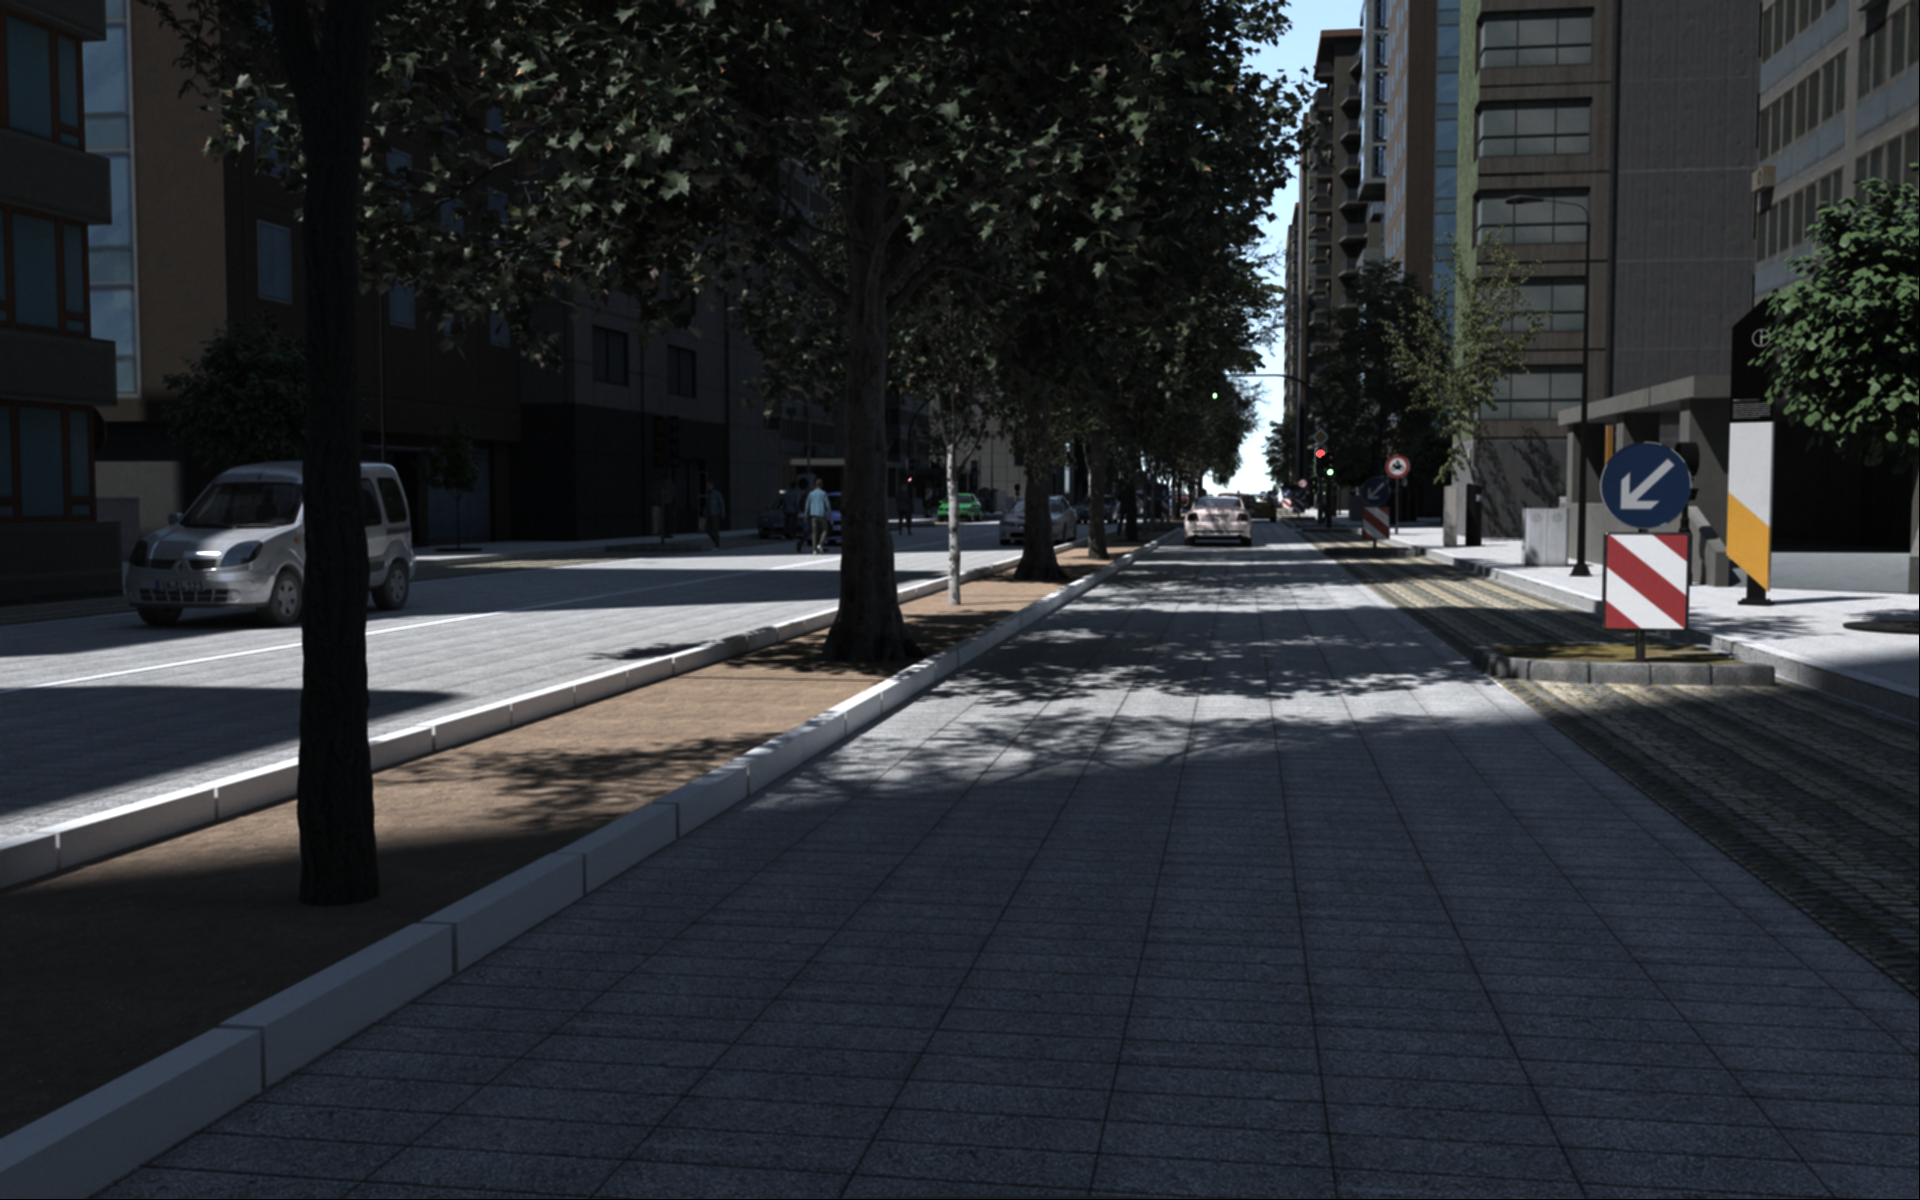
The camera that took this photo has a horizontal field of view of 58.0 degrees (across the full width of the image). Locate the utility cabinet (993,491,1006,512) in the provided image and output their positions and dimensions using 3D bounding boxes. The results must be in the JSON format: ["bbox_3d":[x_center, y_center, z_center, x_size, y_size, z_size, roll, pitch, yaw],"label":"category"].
[{"bbox_3d":[2.793,-6.971,122.657,0.318,1.500,1.173,3,4,37],"label":"utility cabinet"}]

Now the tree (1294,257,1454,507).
[{"bbox_3d":[20.524,-10.097,83.219,7.486,12.596,7.792,0,3,0],"label":"tree"}]

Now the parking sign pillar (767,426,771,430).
[{"bbox_3d":[-7.841,-4.892,68.451,1.447,3.967,1.447,1,4,12],"label":"parking sign pillar"}]

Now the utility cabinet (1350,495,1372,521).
[{"bbox_3d":[19.214,-4.391,82.948,1.020,1.237,0.306,0,4,2],"label":"utility cabinet"}]

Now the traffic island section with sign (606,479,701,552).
[{"bbox_3d":[-7.601,-2.131,43.467,1.989,1.847,2.006,1,4,9],"label":"traffic island section with sign"}]

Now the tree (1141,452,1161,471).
[{"bbox_3d":[32.978,-23.363,307.734,9.928,11.665,9.643,0,3,0],"label":"tree"}]

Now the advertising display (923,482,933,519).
[{"bbox_3d":[-1.690,-5.259,91.205,0.123,1.923,0.974,2,4,27],"label":"advertising display"}]

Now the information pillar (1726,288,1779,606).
[{"bbox_3d":[9.140,-1.750,19.965,0.504,3.616,0.183,3,5,43],"label":"information pillar"}]

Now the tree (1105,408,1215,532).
[{"bbox_3d":[7.230,-6.880,65.307,4.737,8.622,4.395,0,3,0],"label":"tree"}]

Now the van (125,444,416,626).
[{"bbox_3d":[-7.929,-0.805,20.169,2.013,2.044,4.112,0,4,8],"label":"van"}]

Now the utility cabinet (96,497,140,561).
[{"bbox_3d":[-16.166,-1.335,32.986,0.306,1.237,1.020,2,4,28],"label":"utility cabinet"}]

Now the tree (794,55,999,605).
[{"bbox_3d":[-0.095,-4.217,21.772,4.360,8.622,3.978,0,3,0],"label":"tree"}]

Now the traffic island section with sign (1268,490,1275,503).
[{"bbox_3d":[23.002,-6.976,122.681,1.989,1.847,2.006,1,4,9],"label":"traffic island section with sign"}]

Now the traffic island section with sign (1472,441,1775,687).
[{"bbox_3d":[5.204,-0.322,13.891,1.989,1.847,2.006,1,4,9],"label":"traffic island section with sign"}]

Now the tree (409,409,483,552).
[{"bbox_3d":[-11.273,-2.721,39.088,1.663,3.219,1.824,0,3,0],"label":"tree"}]

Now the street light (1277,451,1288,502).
[{"bbox_3d":[34.898,-12.978,184.732,1.470,5.913,1.316,1,4,9],"label":"street light"}]

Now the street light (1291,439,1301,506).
[{"bbox_3d":[28.772,-10.659,146.819,1.470,5.913,1.316,1,4,9],"label":"street light"}]

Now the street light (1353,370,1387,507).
[{"bbox_3d":[15.440,-5.661,65.103,1.470,5.913,1.316,1,4,9],"label":"street light"}]

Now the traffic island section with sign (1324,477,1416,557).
[{"bbox_3d":[9.550,-1.949,40.495,1.989,1.847,2.006,1,4,9],"label":"traffic island section with sign"}]

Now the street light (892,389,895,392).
[{"bbox_3d":[-3.564,-6.372,76.724,1.470,5.913,1.316,1,4,9],"label":"street light"}]

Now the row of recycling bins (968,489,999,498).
[{"bbox_3d":[1.623,-7.909,136.424,3.534,1.692,1.069,-3,4,-36],"label":"row of recycling bins"}]

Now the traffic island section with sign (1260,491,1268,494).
[{"bbox_3d":[31.109,-10.006,172.225,1.989,1.847,2.006,1,4,9],"label":"traffic island section with sign"}]

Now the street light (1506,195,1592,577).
[{"bbox_3d":[9.188,-3.333,27.037,1.470,5.913,1.316,1,4,9],"label":"street light"}]

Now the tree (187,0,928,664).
[{"bbox_3d":[-0.820,-5.819,14.600,9.611,12.733,9.660,0,3,0],"label":"tree"}]

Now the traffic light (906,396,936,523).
[{"bbox_3d":[-0.128,-6.188,75.840,4.771,5.953,1.251,1,4,9],"label":"traffic light"}]

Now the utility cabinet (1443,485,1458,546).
[{"bbox_3d":[12.039,-2.073,42.567,0.318,1.500,1.173,1,4,14],"label":"utility cabinet"}]

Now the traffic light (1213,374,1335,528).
[{"bbox_3d":[11.858,-5.564,65.633,4.771,5.953,1.251,1,4,9],"label":"traffic light"}]

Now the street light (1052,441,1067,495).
[{"bbox_3d":[8.659,-10.969,151.876,1.470,5.913,1.316,1,4,9],"label":"street light"}]

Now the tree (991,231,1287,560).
[{"bbox_3d":[3.045,-7.123,37.053,7.486,12.596,7.792,0,3,0],"label":"tree"}]

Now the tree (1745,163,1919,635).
[{"bbox_3d":[9.133,-1.984,16.156,4.285,4.588,4.351,0,3,0],"label":"tree"}]

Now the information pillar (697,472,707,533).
[{"bbox_3d":[-8.424,-3.187,56.597,0.304,2.012,0.304,-1,4,-15],"label":"information pillar"}]

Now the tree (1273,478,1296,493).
[{"bbox_3d":[41.067,-13.716,218.853,1.663,3.219,1.824,0,3,0],"label":"tree"}]

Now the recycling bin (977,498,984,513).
[{"bbox_3d":[1.146,-6.476,118.434,0.722,1.027,0.722,-3,5,-44],"label":"recycling bin"}]

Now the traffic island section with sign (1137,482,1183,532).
[{"bbox_3d":[7.450,-3.591,66.851,2.006,1.907,1.989,1,4,9],"label":"traffic island section with sign"}]

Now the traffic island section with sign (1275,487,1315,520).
[{"bbox_3d":[18.540,-5.309,95.428,1.989,1.847,2.006,1,4,9],"label":"traffic island section with sign"}]

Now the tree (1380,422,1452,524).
[{"bbox_3d":[20.738,-5.536,74.219,4.285,4.588,4.351,0,3,0],"label":"tree"}]

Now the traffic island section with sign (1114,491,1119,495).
[{"bbox_3d":[18.266,-11.805,201.640,1.989,1.847,2.006,1,4,9],"label":"traffic island section with sign"}]

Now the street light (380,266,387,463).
[{"bbox_3d":[-10.626,-3.724,33.428,1.470,5.913,1.316,1,4,9],"label":"street light"}]

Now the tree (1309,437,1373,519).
[{"bbox_3d":[21.002,-6.559,90.959,4.285,4.588,4.351,0,3,0],"label":"tree"}]

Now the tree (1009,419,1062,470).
[{"bbox_3d":[6.807,-11.920,145.250,4.737,8.622,4.395,0,3,0],"label":"tree"}]

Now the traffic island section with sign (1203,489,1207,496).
[{"bbox_3d":[20.777,-8.574,148.317,2.006,1.907,1.989,1,4,9],"label":"traffic island section with sign"}]

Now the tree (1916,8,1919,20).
[{"bbox_3d":[6.652,-3.520,7.908,4.360,8.622,3.978,0,3,0],"label":"tree"}]

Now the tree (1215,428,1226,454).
[{"bbox_3d":[16.023,-10.057,117.255,4.737,8.622,4.395,0,3,0],"label":"tree"}]

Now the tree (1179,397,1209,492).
[{"bbox_3d":[6.443,-6.557,60.031,4.360,8.622,3.978,0,3,0],"label":"tree"}]

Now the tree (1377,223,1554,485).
[{"bbox_3d":[13.767,-5.909,46.970,4.737,8.622,4.395,0,3,0],"label":"tree"}]

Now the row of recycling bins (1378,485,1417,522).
[{"bbox_3d":[20.260,-4.479,80.351,1.069,1.692,3.534,2,4,34],"label":"row of recycling bins"}]

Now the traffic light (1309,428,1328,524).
[{"bbox_3d":[15.226,-5.162,73.318,0.839,4.253,0.868,1,4,9],"label":"traffic light"}]

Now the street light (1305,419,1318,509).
[{"bbox_3d":[22.352,-8.274,107.816,1.470,5.913,1.316,1,4,9],"label":"street light"}]

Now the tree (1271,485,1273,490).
[{"bbox_3d":[53.397,-18.316,294.064,1.663,3.219,1.824,0,3,0],"label":"tree"}]

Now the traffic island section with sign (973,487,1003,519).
[{"bbox_3d":[1.425,-5.508,98.686,1.989,1.847,2.006,1,4,9],"label":"traffic island section with sign"}]

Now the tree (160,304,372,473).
[{"bbox_3d":[-11.952,-2.832,30.022,4.285,4.588,4.351,0,3,0],"label":"tree"}]

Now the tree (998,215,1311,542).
[{"bbox_3d":[5.160,-8.495,51.713,12.009,13.543,11.850,0,3,0],"label":"tree"}]

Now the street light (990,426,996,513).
[{"bbox_3d":[2.660,-8.713,115.004,1.470,5.913,1.316,1,4,9],"label":"street light"}]

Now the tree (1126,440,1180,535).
[{"bbox_3d":[3.307,-5.529,43.221,4.360,8.622,3.978,0,3,0],"label":"tree"}]

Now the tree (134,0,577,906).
[{"bbox_3d":[-2.272,-4.195,5.456,8.767,10.594,7.601,1,4,9],"label":"tree"}]

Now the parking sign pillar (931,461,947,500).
[{"bbox_3d":[-1.479,-9.487,143.583,1.447,3.967,1.447,2,4,31],"label":"parking sign pillar"}]

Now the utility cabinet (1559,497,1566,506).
[{"bbox_3d":[15.296,-1.937,42.824,1.020,1.237,0.306,-2,4,-25],"label":"utility cabinet"}]
